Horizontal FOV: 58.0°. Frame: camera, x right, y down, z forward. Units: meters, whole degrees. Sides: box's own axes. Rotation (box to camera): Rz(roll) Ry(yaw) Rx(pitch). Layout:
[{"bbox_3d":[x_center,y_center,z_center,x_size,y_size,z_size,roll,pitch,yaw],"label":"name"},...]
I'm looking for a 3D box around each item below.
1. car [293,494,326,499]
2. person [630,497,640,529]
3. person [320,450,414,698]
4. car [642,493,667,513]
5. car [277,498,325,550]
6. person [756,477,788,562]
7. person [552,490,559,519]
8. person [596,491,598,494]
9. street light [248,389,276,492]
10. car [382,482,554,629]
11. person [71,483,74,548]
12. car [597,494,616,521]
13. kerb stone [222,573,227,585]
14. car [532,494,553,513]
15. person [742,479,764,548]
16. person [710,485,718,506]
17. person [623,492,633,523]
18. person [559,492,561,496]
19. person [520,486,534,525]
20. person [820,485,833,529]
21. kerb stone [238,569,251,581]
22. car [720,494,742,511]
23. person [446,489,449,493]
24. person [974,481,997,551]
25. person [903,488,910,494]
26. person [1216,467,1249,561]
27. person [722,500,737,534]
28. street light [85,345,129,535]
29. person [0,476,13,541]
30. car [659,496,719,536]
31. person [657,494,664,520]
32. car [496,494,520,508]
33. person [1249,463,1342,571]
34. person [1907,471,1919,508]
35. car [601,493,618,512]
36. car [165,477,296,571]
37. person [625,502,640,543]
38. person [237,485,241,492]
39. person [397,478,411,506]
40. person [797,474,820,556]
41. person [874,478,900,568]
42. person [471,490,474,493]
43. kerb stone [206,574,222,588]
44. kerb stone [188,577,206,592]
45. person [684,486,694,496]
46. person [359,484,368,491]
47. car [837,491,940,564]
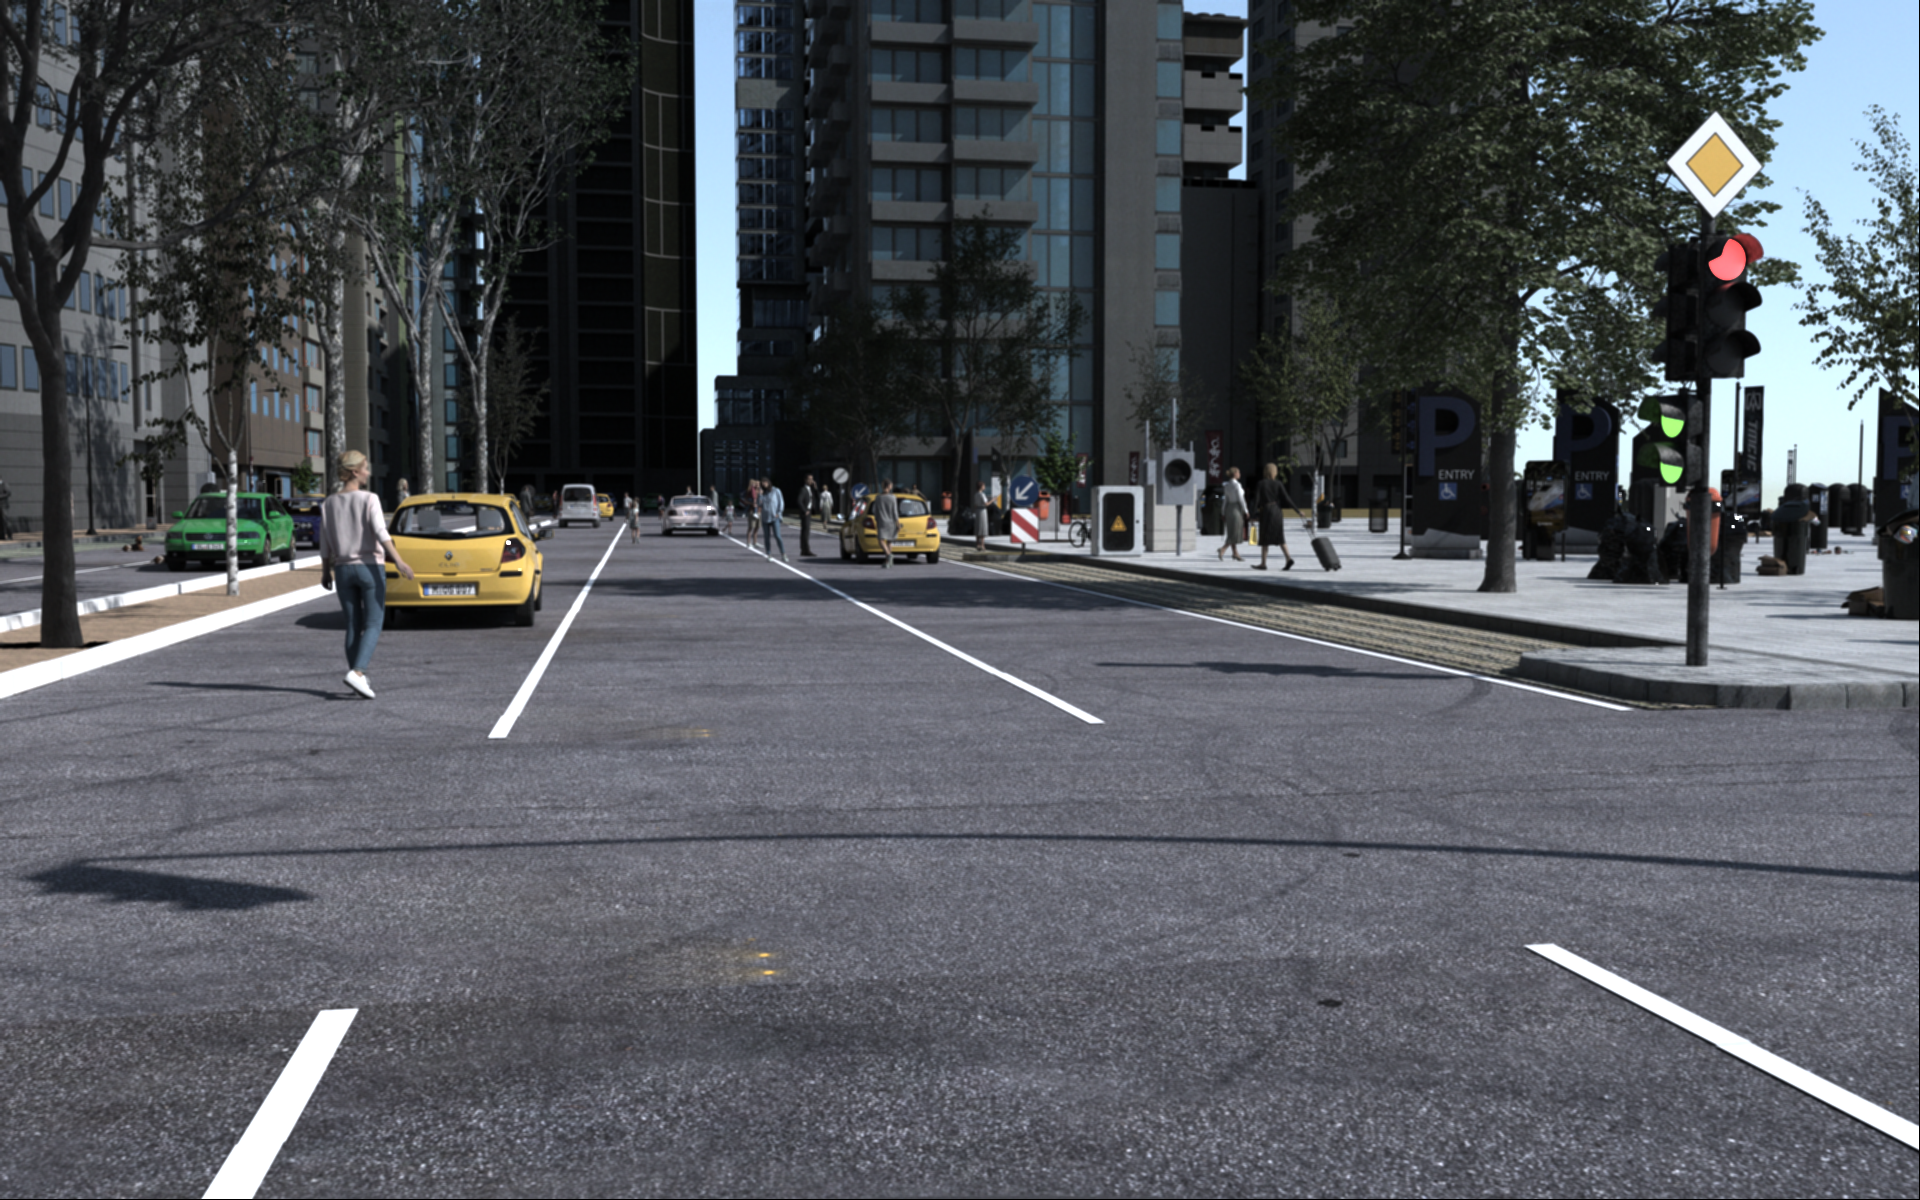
[{"bbox_3d":[-23.235,-3.171,62.074,2.015,1.641,3.980,-1,4,-11],"label":"car"},{"bbox_3d":[-13.307,-3.549,70.803,0.394,1.301,0.425,0,4,4],"label":"person"},{"bbox_3d":[-4.217,-0.187,12.224,0.731,1.740,0.598,0,3,0],"label":"person"},{"bbox_3d":[-23.913,-7.759,135.661,1.959,1.807,4.718,-1,4,-9],"label":"car"},{"bbox_3d":[-17.448,-2.025,45.689,1.945,1.354,3.894,-1,4,-10],"label":"car"},{"bbox_3d":[-3.987,-1.716,36.822,0.793,1.790,0.793,-1,4,-19],"label":"person"},{"bbox_3d":[-23.637,-5.587,101.315,0.593,1.643,0.415,3,4,37],"label":"person"},{"bbox_3d":[-31.483,-8.649,150.589,1.217,1.739,0.721,2,4,35],"label":"person"},{"bbox_3d":[-30.826,-6.363,76.573,1.470,5.913,1.316,-1,4,-10],"label":"street light"},{"bbox_3d":[-5.728,-0.596,19.960,2.015,1.641,3.980,-1,4,-12],"label":"car"},{"bbox_3d":[-22.313,-2.103,43.225,0.374,1.781,0.599,-2,4,-29],"label":"person"},{"bbox_3d":[-19.517,-5.075,93.207,2.015,1.641,3.980,-1,4,-11],"label":"car"},{"bbox_3d":[-11.711,-0.327,27.546,0.120,0.150,1.000,-1,4,-10],"label":"kerb stone"},{"bbox_3d":[-32.728,-7.672,135.668,2.015,1.641,3.980,-1,4,-10],"label":"car"},{"bbox_3d":[-5.519,-2.312,46.276,0.573,1.828,0.580,0,4,3],"label":"person"},{"bbox_3d":[-10.650,-4.054,74.888,0.391,1.810,0.635,-1,4,-11],"label":"person"},{"bbox_3d":[-16.427,-4.563,85.694,0.503,1.515,0.523,0,4,-3],"label":"person"},{"bbox_3d":[-32.778,-8.159,142.701,0.742,1.727,0.445,1,4,23],"label":"person"},{"bbox_3d":[-20.122,-4.397,80.497,0.694,1.812,0.767,2,4,26],"label":"person"},{"bbox_3d":[-5.499,-3.796,70.795,0.478,1.798,0.641,1,4,16],"label":"person"},{"bbox_3d":[-11.902,-0.389,28.550,0.120,0.150,1.000,-1,4,-10],"label":"kerb stone"},{"bbox_3d":[-19.761,-8.626,149.838,1.959,1.807,4.718,-1,4,-9],"label":"car"},{"bbox_3d":[-44.774,-8.855,151.492,0.621,1.740,0.551,1,4,11],"label":"person"},{"bbox_3d":[0.609,-2.091,43.252,0.524,1.755,0.480,-2,4,-32],"label":"person"},{"bbox_3d":[-1.470,-2.282,47.614,0.589,1.601,0.330,-3,5,-43],"label":"person"},{"bbox_3d":[5.189,-1.641,33.100,0.641,1.798,0.478,-1,4,-16],"label":"person"},{"bbox_3d":[-8.213,-2.949,61.738,0.382,1.210,0.505,3,5,41],"label":"person"},{"bbox_3d":[-26.616,-4.986,54.058,1.470,5.913,1.316,-1,4,-10],"label":"street light"},{"bbox_3d":[-26.469,-2.564,47.777,0.655,1.846,0.447,2,4,26],"label":"person"},{"bbox_3d":[-9.406,-2.931,60.286,2.083,1.381,4.827,-1,4,-11],"label":"car"},{"bbox_3d":[-16.702,-5.191,96.609,0.421,1.427,0.697,0,4,-2],"label":"person"},{"bbox_3d":[-28.311,-5.949,107.484,2.015,1.641,3.980,-1,4,-9],"label":"car"},{"bbox_3d":[5.569,-1.394,29.051,1.509,1.804,0.699,2,4,35],"label":"person"},{"bbox_3d":[10.887,-0.803,19.438,0.793,1.790,0.793,1,4,20],"label":"person"},{"bbox_3d":[-28.962,-8.085,141.773,1.945,1.707,3.694,-1,4,-12],"label":"car"},{"bbox_3d":[-14.189,-1.530,33.817,1.959,1.807,4.718,-1,4,-12],"label":"car"},{"bbox_3d":[-9.511,-2.247,50.251,0.505,1.210,0.382,1,4,13],"label":"person"},{"bbox_3d":[-26.758,-3.389,64.269,0.624,1.780,0.694,1,4,14],"label":"person"},{"bbox_3d":[-13.102,-1.980,41.059,0.526,1.800,0.537,1,4,16],"label":"person"},{"bbox_3d":[-3.489,-1.971,40.086,0.474,1.900,0.648,0,4,6],"label":"person"},{"bbox_3d":[-1.390,-1.479,33.432,0.466,1.731,0.760,-2,4,-24],"label":"person"},{"bbox_3d":[-33.650,-6.743,119.458,0.721,1.736,1.217,3,4,36],"label":"person"},{"bbox_3d":[-11.530,-0.266,26.539,0.120,0.150,1.000,-1,4,-10],"label":"kerb stone"},{"bbox_3d":[-11.342,-0.204,25.534,0.120,0.150,1.000,-1,4,-10],"label":"kerb stone"},{"bbox_3d":[-13.138,-4.615,83.915,0.622,1.834,0.822,1,4,22],"label":"person"},{"bbox_3d":[-23.293,-3.614,67.395,0.655,1.846,0.447,0,4,-1],"label":"person"},{"bbox_3d":[-1.550,-1.629,36.858,2.015,1.641,3.980,-1,4,-11],"label":"car"}]
